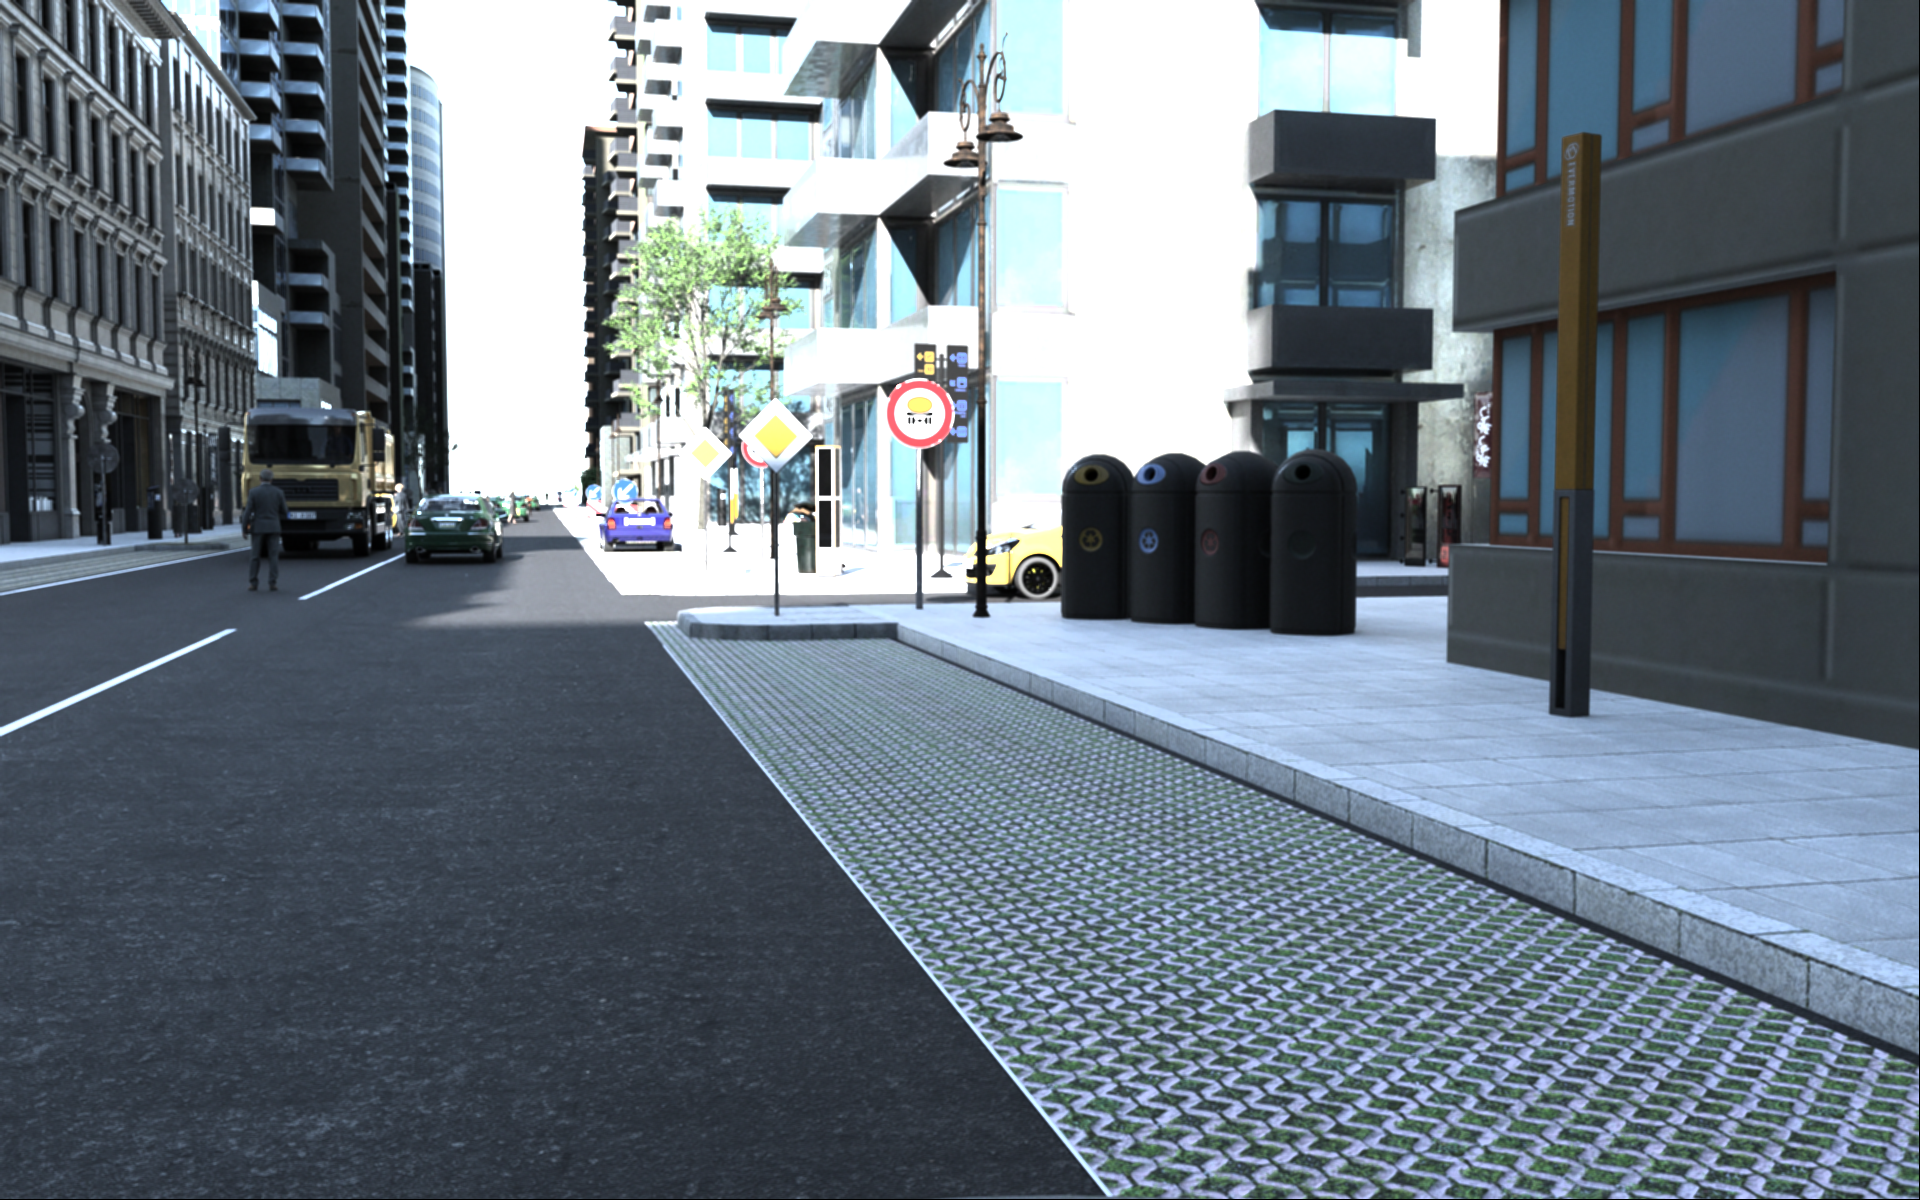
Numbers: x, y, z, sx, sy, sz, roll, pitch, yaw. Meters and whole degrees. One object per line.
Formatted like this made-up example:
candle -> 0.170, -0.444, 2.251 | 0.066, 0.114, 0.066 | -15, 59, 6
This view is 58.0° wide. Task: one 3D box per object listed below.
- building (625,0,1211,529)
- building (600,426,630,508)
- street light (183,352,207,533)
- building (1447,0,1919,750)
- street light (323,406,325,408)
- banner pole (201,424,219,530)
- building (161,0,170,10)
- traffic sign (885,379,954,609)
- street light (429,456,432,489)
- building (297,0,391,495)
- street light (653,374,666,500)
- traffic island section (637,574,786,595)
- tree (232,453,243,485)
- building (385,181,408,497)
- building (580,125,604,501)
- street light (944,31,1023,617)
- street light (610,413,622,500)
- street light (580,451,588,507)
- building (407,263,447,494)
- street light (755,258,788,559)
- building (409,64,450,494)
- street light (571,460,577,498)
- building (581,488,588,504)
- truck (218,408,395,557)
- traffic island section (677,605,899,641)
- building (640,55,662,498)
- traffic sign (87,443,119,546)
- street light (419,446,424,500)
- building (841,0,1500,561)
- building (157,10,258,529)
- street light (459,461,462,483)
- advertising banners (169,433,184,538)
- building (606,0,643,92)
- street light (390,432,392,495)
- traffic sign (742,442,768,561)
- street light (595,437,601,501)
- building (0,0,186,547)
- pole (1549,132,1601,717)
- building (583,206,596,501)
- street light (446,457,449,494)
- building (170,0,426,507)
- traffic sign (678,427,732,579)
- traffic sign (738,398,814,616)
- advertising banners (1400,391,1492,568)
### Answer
building -> -4.465, -28.544, 86.303 | 23.786, 49.044, 30.456 | -1, 4, -14
building -> -21.523, -51.737, 158.576 | 22.319, 86.520, 31.000 | -1, 4, -14
street light -> -24.834, -5.112, 56.371 | 0.468, 5.910, 1.993 | -1, 4, -14
building -> 20.546, -9.586, 1.778 | 27.650, 21.520, 28.899 | -1, 4, -14
street light -> -32.799, -7.138, 89.495 | 0.468, 5.910, 1.993 | -1, 4, -14
banner pole -> -26.865, -4.408, 62.089 | 0.401, 3.779, 0.863 | 1, 4, 16
building -> -50.001, -48.535, 106.214 | 22.319, 86.520, 31.000 | -1, 4, -14
traffic sign -> -0.453, -1.171, 19.256 | 0.768, 2.556, 0.104 | -1, 4, -8
street light -> -54.513, -12.583, 178.514 | 0.468, 5.910, 1.993 | -1, 4, -14
building -> -56.271, -31.160, 133.160 | 21.300, 48.544, 21.600 | -1, 4, -14
street light -> -11.625, -5.756, 66.893 | 0.468, 5.910, 1.993 | -1, 4, -14
traffic island section -> -3.792, -0.230, 26.045 | 2.009, 0.180, 2.903 | -1, 4, -14
tree -> -28.120, -4.570, 69.321 | 1.663, 3.219, 1.824 | 0, 3, 0
building -> -56.814, -23.267, 152.120 | 14.160, 30.474, 14.107 | -1, 4, -14
building -> -33.384, -33.688, 205.421 | 22.147, 44.769, 28.867 | -1, 4, -14
street light -> 0.224, -2.761, 17.937 | 0.468, 5.910, 1.993 | -1, 4, -14
street light -> -19.534, -7.723, 99.051 | 0.468, 5.910, 1.993 | -1, 4, -14
street light -> -37.518, -12.276, 173.508 | 0.468, 5.910, 1.993 | -1, 4, -14
building -> -71.057, -26.990, 212.981 | 14.160, 30.474, 14.107 | -1, 4, -14
street light -> -3.693, -3.747, 34.050 | 0.468, 5.910, 1.993 | -1, 4, -14
building -> -80.561, -42.238, 232.596 | 21.231, 58.520, 28.212 | -1, 4, -14
street light -> -49.139, -15.219, 221.624 | 0.468, 5.910, 1.993 | -1, 4, -14
building -> -34.519, -33.061, 232.427 | 32.217, 40.220, 23.993 | -1, 4, -14
truck -> -15.309, -2.797, 41.651 | 3.469, 3.379, 9.791 | -1, 4, -14
traffic island section -> -1.913, 0.244, 18.284 | 2.009, 0.180, 2.903 | -1, 4, -14
building -> -12.942, -20.619, 108.814 | 14.160, 30.474, 14.107 | -1, 4, -14
traffic sign -> -21.252, -2.622, 42.968 | 0.768, 2.556, 0.104 | 0, 4, -6
street light -> -50.574, -11.609, 162.586 | 0.468, 5.910, 1.993 | -1, 4, -14
building -> 10.742, -25.879, 42.723 | 30.456, 49.044, 23.786 | -1, 4, -14
building -> -34.879, -13.507, 69.988 | 9.793, 20.994, 18.267 | -1, 4, -14
street light -> -70.251, -16.569, 243.694 | 0.468, 5.910, 1.993 | -1, 4, -14
advertising banners -> -23.091, -3.353, 51.013 | 0.090, 3.025, 2.074 | -1, 4, -16
building -> -14.844, -29.076, 130.012 | 22.147, 44.769, 28.867 | -1, 4, -14
street light -> -42.680, -9.615, 129.988 | 0.468, 5.910, 1.993 | -1, 4, -14
traffic sign -> -3.767, -2.011, 32.986 | 0.768, 2.556, 0.104 | -1, 4, -12
street light -> -29.514, -10.295, 141.108 | 0.468, 5.910, 1.993 | -1, 4, -14
building -> -27.867, -11.633, 41.105 | 10.553, 20.767, 40.483 | -1, 4, -14
pole -> 3.534, -0.985, 9.948 | 0.158, 3.312, 0.155 | 0, 3, 0
building -> -46.759, -36.651, 249.347 | 14.600, 45.320, 14.200 | -1, 4, -14
street light -> -62.535, -14.601, 211.507 | 0.468, 5.910, 1.993 | -1, 4, -14
building -> -70.213, -53.556, 188.314 | 22.319, 86.520, 31.000 | -1, 4, -14
traffic sign -> -3.813, -1.365, 25.963 | 0.795, 2.450, 0.064 | -1, 4, -14
traffic sign -> -1.934, -0.890, 18.201 | 0.795, 2.450, 0.064 | -1, 4, -14
advertising banners -> 8.489, -2.073, 30.087 | 0.090, 3.025, 2.074 | -2, 4, -34
